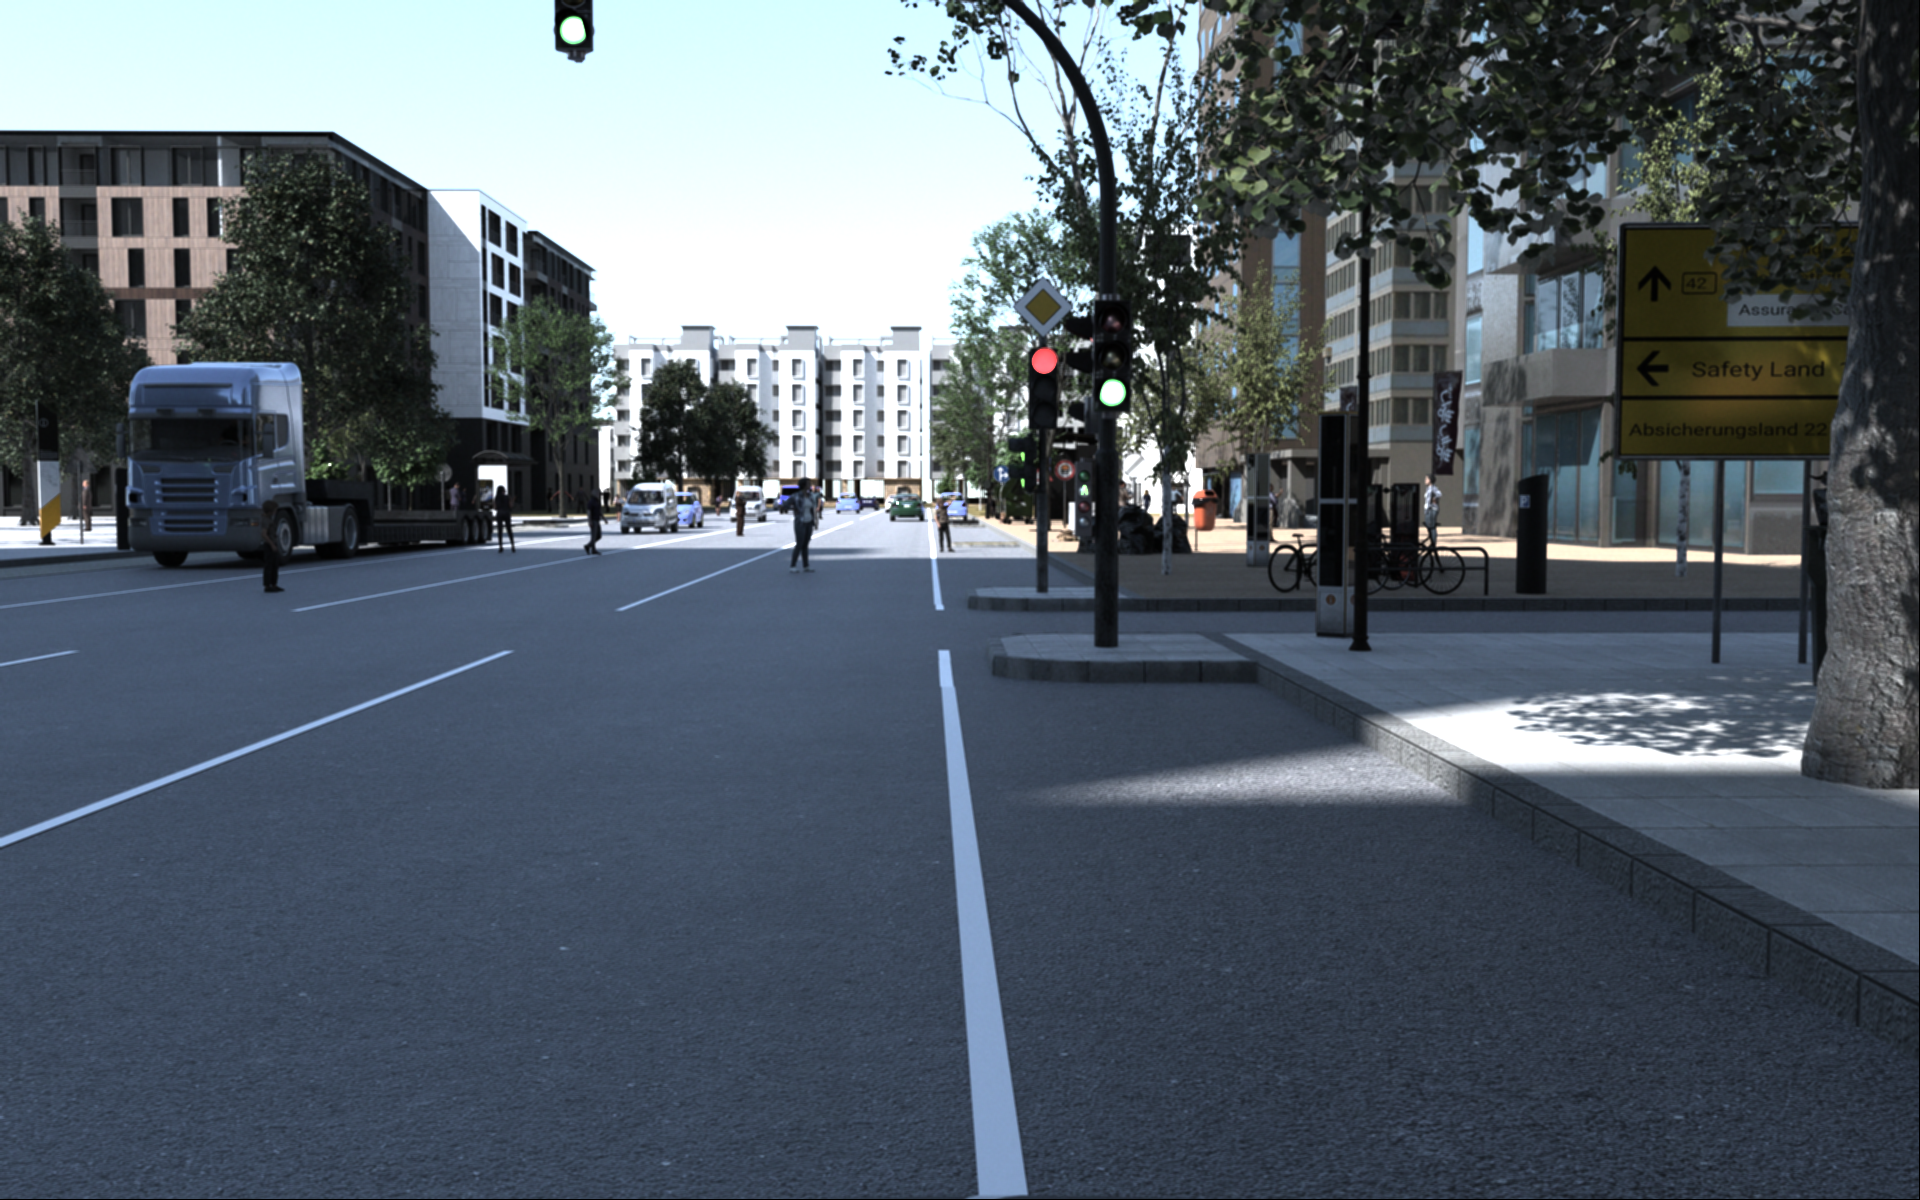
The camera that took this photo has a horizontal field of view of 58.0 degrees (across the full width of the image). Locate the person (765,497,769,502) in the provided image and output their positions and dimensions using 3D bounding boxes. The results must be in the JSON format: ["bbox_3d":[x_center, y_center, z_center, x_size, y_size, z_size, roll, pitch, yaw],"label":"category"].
[{"bbox_3d":[-14.030,-6.887,121.043,1.348,1.831,0.705,1,4,16],"label":"person"}]

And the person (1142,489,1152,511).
[{"bbox_3d":[9.129,-4.662,84.813,0.480,1.512,0.613,1,4,11],"label":"person"}]

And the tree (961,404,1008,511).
[{"bbox_3d":[1.712,-11.270,134.634,4.360,8.622,3.978,0,3,0],"label":"tree"}]

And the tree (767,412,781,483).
[{"bbox_3d":[-22.271,-15.402,168.837,9.611,12.733,9.660,0,3,0],"label":"tree"}]

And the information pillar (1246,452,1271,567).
[{"bbox_3d":[5.266,-1.595,30.564,0.304,2.012,0.304,-1,4,-20],"label":"information pillar"}]

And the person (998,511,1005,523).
[{"bbox_3d":[1.886,-3.594,75.281,0.357,0.543,0.381,-3,5,-42],"label":"person"}]

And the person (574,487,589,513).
[{"bbox_3d":[-25.210,-6.654,115.394,0.990,1.755,0.434,-1,4,-17],"label":"person"}]

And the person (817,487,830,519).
[{"bbox_3d":[-8.089,-5.540,99.215,1.348,1.807,0.705,-2,4,-33],"label":"person"}]

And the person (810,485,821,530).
[{"bbox_3d":[-5.911,-3.740,69.780,0.598,1.807,0.434,2,4,35],"label":"person"}]

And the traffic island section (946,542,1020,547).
[{"bbox_3d":[0.615,-1.517,47.674,1.991,0.108,1.994,0,4,-1],"label":"traffic island section"}]

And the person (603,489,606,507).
[{"bbox_3d":[-34.779,-9.987,169.358,0.705,1.821,1.348,2,4,31],"label":"person"}]

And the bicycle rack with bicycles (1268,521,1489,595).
[{"bbox_3d":[5.413,-0.567,22.651,2.925,0.926,2.852,-1,4,-13],"label":"bicycle rack with bicycles"}]

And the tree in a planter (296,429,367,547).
[{"bbox_3d":[-17.462,-3.079,47.565,1.991,3.239,1.994,0,4,-1],"label":"tree in a planter"}]

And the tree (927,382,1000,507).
[{"bbox_3d":[0.185,-15.596,173.122,7.486,12.596,7.792,0,3,0],"label":"tree"}]

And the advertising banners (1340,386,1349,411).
[{"bbox_3d":[6.577,-1.915,27.506,0.090,3.025,2.074,-1,4,-19],"label":"advertising banners"}]

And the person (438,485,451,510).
[{"bbox_3d":[-31.093,-6.074,105.360,1.348,1.823,0.705,0,4,1],"label":"person"}]

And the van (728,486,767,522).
[{"bbox_3d":[-10.938,-5.048,89.551,2.013,2.044,4.112,0,4,-3],"label":"van"}]

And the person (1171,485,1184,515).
[{"bbox_3d":[12.550,-5.847,101.627,1.348,1.826,0.705,2,4,33],"label":"person"}]

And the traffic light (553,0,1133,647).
[{"bbox_3d":[-0.885,-2.425,14.319,4.771,5.953,1.251,0,4,-1],"label":"traffic light"}]

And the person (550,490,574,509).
[{"bbox_3d":[-23.614,-5.921,102.812,1.348,1.831,0.705,0,4,-7],"label":"person"}]

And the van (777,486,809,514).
[{"bbox_3d":[-12.042,-7.457,126.307,2.240,2.365,5.245,0,4,-1],"label":"van"}]

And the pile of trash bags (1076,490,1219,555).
[{"bbox_3d":[4.332,-1.725,37.963,3.447,1.369,1.912,-3,4,-37],"label":"pile of trash bags"}]

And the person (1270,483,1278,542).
[{"bbox_3d":[8.276,-2.341,46.387,0.319,1.574,0.516,-2,4,-29],"label":"person"}]

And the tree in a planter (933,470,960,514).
[{"bbox_3d":[-0.858,-7.814,124.976,1.991,3.239,1.994,0,4,-1],"label":"tree in a planter"}]

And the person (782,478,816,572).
[{"bbox_3d":[-2.909,-1.390,31.955,0.376,1.734,0.841,3,5,40],"label":"person"}]

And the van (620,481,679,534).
[{"bbox_3d":[-11.469,-3.489,64.049,2.013,2.044,4.112,0,4,-1],"label":"van"}]

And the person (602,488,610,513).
[{"bbox_3d":[-24.601,-6.946,120.438,0.721,1.723,1.217,1,4,9],"label":"person"}]

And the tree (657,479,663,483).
[{"bbox_3d":[-21.147,-7.604,118.920,1.663,3.219,1.824,0,3,0],"label":"tree"}]

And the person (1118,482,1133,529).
[{"bbox_3d":[5.972,-3.440,63.018,0.841,1.734,0.376,-2,4,-30],"label":"person"}]

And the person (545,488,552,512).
[{"bbox_3d":[-28.839,-7.002,121.343,0.721,1.723,1.217,0,4,1],"label":"person"}]

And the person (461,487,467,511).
[{"bbox_3d":[-31.476,-6.292,109.833,0.530,1.710,0.541,1,4,23],"label":"person"}]

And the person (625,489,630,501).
[{"bbox_3d":[-22.072,-6.644,115.604,0.436,1.711,0.756,-2,4,-26],"label":"person"}]

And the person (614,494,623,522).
[{"bbox_3d":[-17.794,-4.793,90.048,0.628,1.438,0.799,-2,4,-35],"label":"person"}]

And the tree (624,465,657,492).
[{"bbox_3d":[-21.336,-7.291,113.808,1.663,3.219,1.824,0,3,0],"label":"tree"}]

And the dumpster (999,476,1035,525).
[{"bbox_3d":[2.457,-4.334,73.357,1.502,2.255,1.985,0,4,-1],"label":"dumpster"}]

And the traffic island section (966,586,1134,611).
[{"bbox_3d":[1.093,-0.019,22.598,2.009,0.180,2.903,0,4,-1],"label":"traffic island section"}]

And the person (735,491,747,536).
[{"bbox_3d":[-7.516,-2.978,59.460,0.388,1.546,0.482,0,4,-1],"label":"person"}]

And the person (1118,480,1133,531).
[{"bbox_3d":[5.721,-3.292,60.391,0.750,1.759,0.617,-3,5,-43],"label":"person"}]

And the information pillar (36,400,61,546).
[{"bbox_3d":[-22.799,-3.178,43.308,0.183,3.616,0.504,3,5,45],"label":"information pillar"}]

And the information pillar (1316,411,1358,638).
[{"bbox_3d":[3.410,-0.677,15.558,0.304,2.012,0.304,3,5,41],"label":"information pillar"}]

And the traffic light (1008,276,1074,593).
[{"bbox_3d":[1.053,-2.053,22.484,0.839,4.253,0.868,0,4,-1],"label":"traffic light"}]

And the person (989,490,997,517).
[{"bbox_3d":[1.922,-5.447,95.782,0.600,1.739,0.565,1,4,22],"label":"person"}]

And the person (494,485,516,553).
[{"bbox_3d":[-11.172,-1.990,42.505,0.415,1.643,0.593,2,4,31],"label":"person"}]

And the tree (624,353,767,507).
[{"bbox_3d":[-22.785,-13.718,141.301,9.611,12.733,9.660,0,3,0],"label":"tree"}]

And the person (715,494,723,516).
[{"bbox_3d":[-15.959,-6.305,114.818,0.421,1.427,0.697,-3,5,-42],"label":"person"}]

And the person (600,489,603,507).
[{"bbox_3d":[-34.769,-9.853,167.151,1.348,1.822,0.705,3,5,42],"label":"person"}]

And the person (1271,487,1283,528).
[{"bbox_3d":[12.007,-3.578,66.004,0.517,1.644,0.566,-3,5,-42],"label":"person"}]

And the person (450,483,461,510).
[{"bbox_3d":[-21.315,-4.085,73.286,0.683,1.767,0.568,2,4,26],"label":"person"}]

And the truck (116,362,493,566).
[{"bbox_3d":[-14.709,-3.149,41.237,2.967,4.110,18.799,0,4,-1],"label":"truck"}]

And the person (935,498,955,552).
[{"bbox_3d":[-0.373,-1.868,42.948,0.435,1.345,0.340,-2,4,-24],"label":"person"}]

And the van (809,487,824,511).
[{"bbox_3d":[-12.724,-8.777,147.891,2.240,2.365,5.245,0,4,-2],"label":"van"}]

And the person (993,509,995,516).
[{"bbox_3d":[1.879,-5.831,102.181,0.742,1.727,0.445,1,4,23],"label":"person"}]

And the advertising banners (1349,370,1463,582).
[{"bbox_3d":[6.523,-1.786,25.390,0.090,3.025,2.074,-2,4,-33],"label":"advertising banners"}]

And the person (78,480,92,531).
[{"bbox_3d":[-30.114,-3.243,59.622,0.434,1.755,0.990,-1,4,-19],"label":"person"}]

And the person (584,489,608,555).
[{"bbox_3d":[-8.606,-1.839,40.778,0.569,1.553,0.471,-3,5,-44],"label":"person"}]

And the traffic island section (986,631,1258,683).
[{"bbox_3d":[1.245,0.469,14.615,2.009,0.180,2.903,0,4,-1],"label":"traffic island section"}]

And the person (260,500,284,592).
[{"bbox_3d":[-10.055,-0.791,25.338,0.340,1.345,0.435,-2,4,-28],"label":"person"}]

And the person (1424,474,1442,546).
[{"bbox_3d":[10.860,-2.022,39.820,0.376,1.734,0.841,1,4,13],"label":"person"}]

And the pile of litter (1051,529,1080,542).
[{"bbox_3d":[3.170,-2.041,47.341,1.719,0.858,1.176,-2,4,-32],"label":"pile of litter"}]

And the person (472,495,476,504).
[{"bbox_3d":[-26.194,-5.396,94.819,0.990,1.755,0.434,-1,4,-20],"label":"person"}]
